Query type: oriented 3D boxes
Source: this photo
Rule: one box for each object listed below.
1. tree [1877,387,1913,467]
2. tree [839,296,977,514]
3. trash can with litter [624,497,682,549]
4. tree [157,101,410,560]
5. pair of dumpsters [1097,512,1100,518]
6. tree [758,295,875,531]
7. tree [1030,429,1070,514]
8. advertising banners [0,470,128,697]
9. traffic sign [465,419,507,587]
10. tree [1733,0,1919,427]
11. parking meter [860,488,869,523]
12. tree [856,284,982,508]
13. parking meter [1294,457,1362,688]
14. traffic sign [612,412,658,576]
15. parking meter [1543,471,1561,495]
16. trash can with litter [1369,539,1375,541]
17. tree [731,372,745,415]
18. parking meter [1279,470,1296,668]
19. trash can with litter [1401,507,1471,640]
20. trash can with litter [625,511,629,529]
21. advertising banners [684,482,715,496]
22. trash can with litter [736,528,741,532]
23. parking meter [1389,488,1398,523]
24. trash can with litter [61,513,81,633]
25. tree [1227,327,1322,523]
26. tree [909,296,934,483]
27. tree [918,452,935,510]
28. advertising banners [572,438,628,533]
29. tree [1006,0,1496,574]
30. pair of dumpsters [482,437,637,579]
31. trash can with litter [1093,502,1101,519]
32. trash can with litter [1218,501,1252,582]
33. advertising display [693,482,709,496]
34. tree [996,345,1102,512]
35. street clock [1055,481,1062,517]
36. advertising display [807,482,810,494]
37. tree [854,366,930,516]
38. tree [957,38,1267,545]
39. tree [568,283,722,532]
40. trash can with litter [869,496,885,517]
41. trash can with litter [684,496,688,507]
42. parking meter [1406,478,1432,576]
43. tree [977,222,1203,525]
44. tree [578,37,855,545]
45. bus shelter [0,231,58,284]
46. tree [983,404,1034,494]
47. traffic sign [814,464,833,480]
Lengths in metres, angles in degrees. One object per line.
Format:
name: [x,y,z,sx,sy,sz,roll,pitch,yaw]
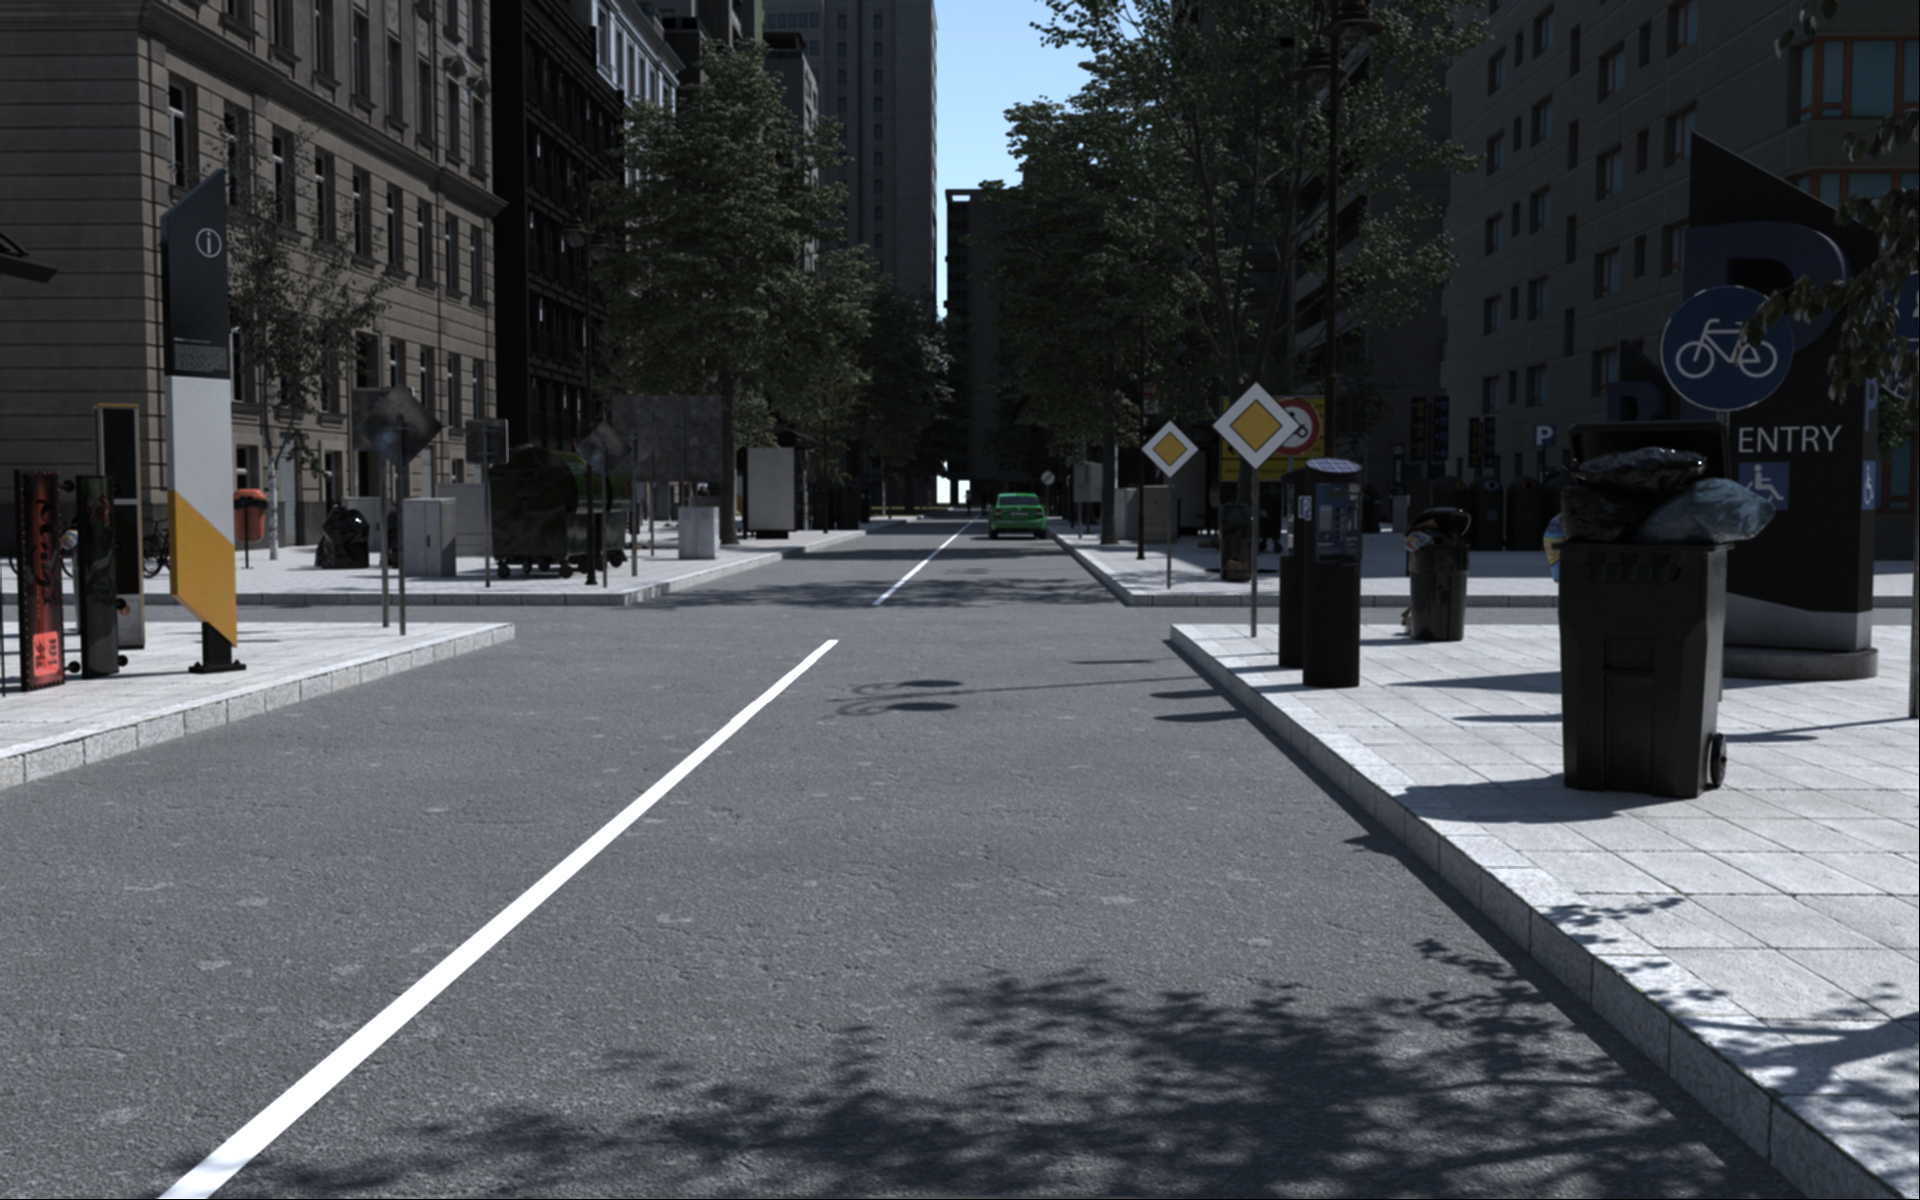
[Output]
tree: [13.032,-2.597,26.174,4.285,4.588,4.351,0,3,0]
tree: [-3.204,-12.464,110.448,9.857,13.997,8.962,0,3,0]
trash can with litter: [-7.628,-1.825,40.889,1.678,1.210,2.233,-1,4,-17]
tree: [-13.126,-5.086,33.516,4.360,8.622,3.978,0,3,0]
pair of dumpsters: [8.125,-5.633,94.600,1.574,2.255,4.437,0,4,1]
tree: [-5.299,-6.726,60.328,4.737,8.622,4.395,0,3,0]
tree: [6.008,-9.706,109.062,4.360,8.622,3.978,0,3,0]
advertising banners: [-6.055,-0.930,11.386,0.090,3.025,2.074,0,4,0]
traffic sign: [-6.495,-1.323,23.764,0.606,2.300,0.079,1,4,11]
tree: [3.417,-3.315,4.557,4.360,8.622,3.978,0,3,0]
parking meter: [-4.206,-4.160,76.433,0.372,1.533,0.369,0,3,0]
tree: [-3.825,-18.548,159.145,12.611,20.169,13.585,0,3,0]
parking meter: [2.490,-0.194,11.582,0.372,1.533,0.369,0,3,0]
traffic sign: [-5.085,-1.643,26.975,0.768,2.556,0.104,0,4,8]
parking meter: [14.663,-2.276,42.930,0.399,1.863,0.255,1,4,17]
trash can with litter: [10.225,-2.226,47.452,2.233,1.210,1.678,2,4,35]
tree: [-11.397,-7.567,74.081,4.360,8.622,3.978,0,3,0]
parking meter: [2.561,-0.271,12.846,0.372,1.533,0.369,0,3,0]
trash can with litter: [4.162,-0.250,15.468,0.624,1.170,1.055,0,4,0]
trash can with litter: [-12.310,-3.184,63.454,0.624,1.170,1.055,-2,4,-31]
advertising banners: [-13.290,-5.593,87.637,2.074,3.025,0.090,2,4,27]
trash can with litter: [-6.853,-2.899,58.453,2.233,1.210,1.678,-2,4,-28]
parking meter: [19.043,-4.140,76.100,0.372,1.533,0.369,0,3,0]
trash can with litter: [-8.074,-0.290,16.130,0.624,1.170,1.055,-2,4,-33]
tree: [13.847,-7.662,75.641,4.737,8.622,4.395,0,3,0]
tree: [-4.461,-10.087,83.050,7.486,12.596,7.792,0,3,0]
tree: [-3.288,-11.712,141.857,4.737,8.622,4.395,0,3,0]
advertising banners: [-11.365,-3.579,54.697,0.090,3.025,2.074,3,5,42]
tree: [4.610,-6.247,27.893,9.928,11.665,9.643,0,3,0]
pair of dumpsters: [-6.462,-1.571,28.187,1.574,2.255,4.437,0,4,1]
trash can with litter: [7.338,-4.781,89.223,2.233,1.210,1.678,2,4,28]
trash can with litter: [4.159,-0.872,25.648,0.624,1.170,1.055,0,4,2]
advertising display: [-13.908,-5.375,93.090,0.123,1.923,0.974,3,5,43]
tree: [7.185,-13.444,126.462,9.857,13.997,8.962,0,3,0]
street clock: [5.684,-5.778,99.041,0.471,2.002,0.358,0,4,-4]
advertising display: [-6.911,-4.462,78.160,0.123,1.923,0.974,-1,4,-13]
tree: [-4.157,-9.099,99.130,4.360,8.622,3.978,0,3,0]
tree: [3.830,-7.655,43.287,7.486,12.596,7.792,0,3,0]
tree: [-10.669,-6.599,58.259,4.360,8.622,3.978,0,3,0]
trash can with litter: [-5.447,-5.229,96.550,2.233,1.210,1.678,2,4,31]
trash can with litter: [-11.175,-3.499,68.261,1.678,1.210,2.233,2,4,28]
parking meter: [7.170,-1.139,27.041,0.372,1.533,0.369,0,3,0]
tree: [5.514,-9.527,72.777,9.611,12.733,9.660,0,3,0]
tree: [-5.835,-7.652,43.240,7.486,12.596,7.792,0,3,0]
bus shelter: [-7.388,-0.950,9.463,2.014,3.302,5.546,0,4,1]
tree: [7.168,-16.003,172.025,12.009,13.543,11.850,0,3,0]
traffic sign: [-5.549,-4.295,70.329,0.768,2.556,0.104,0,4,3]
